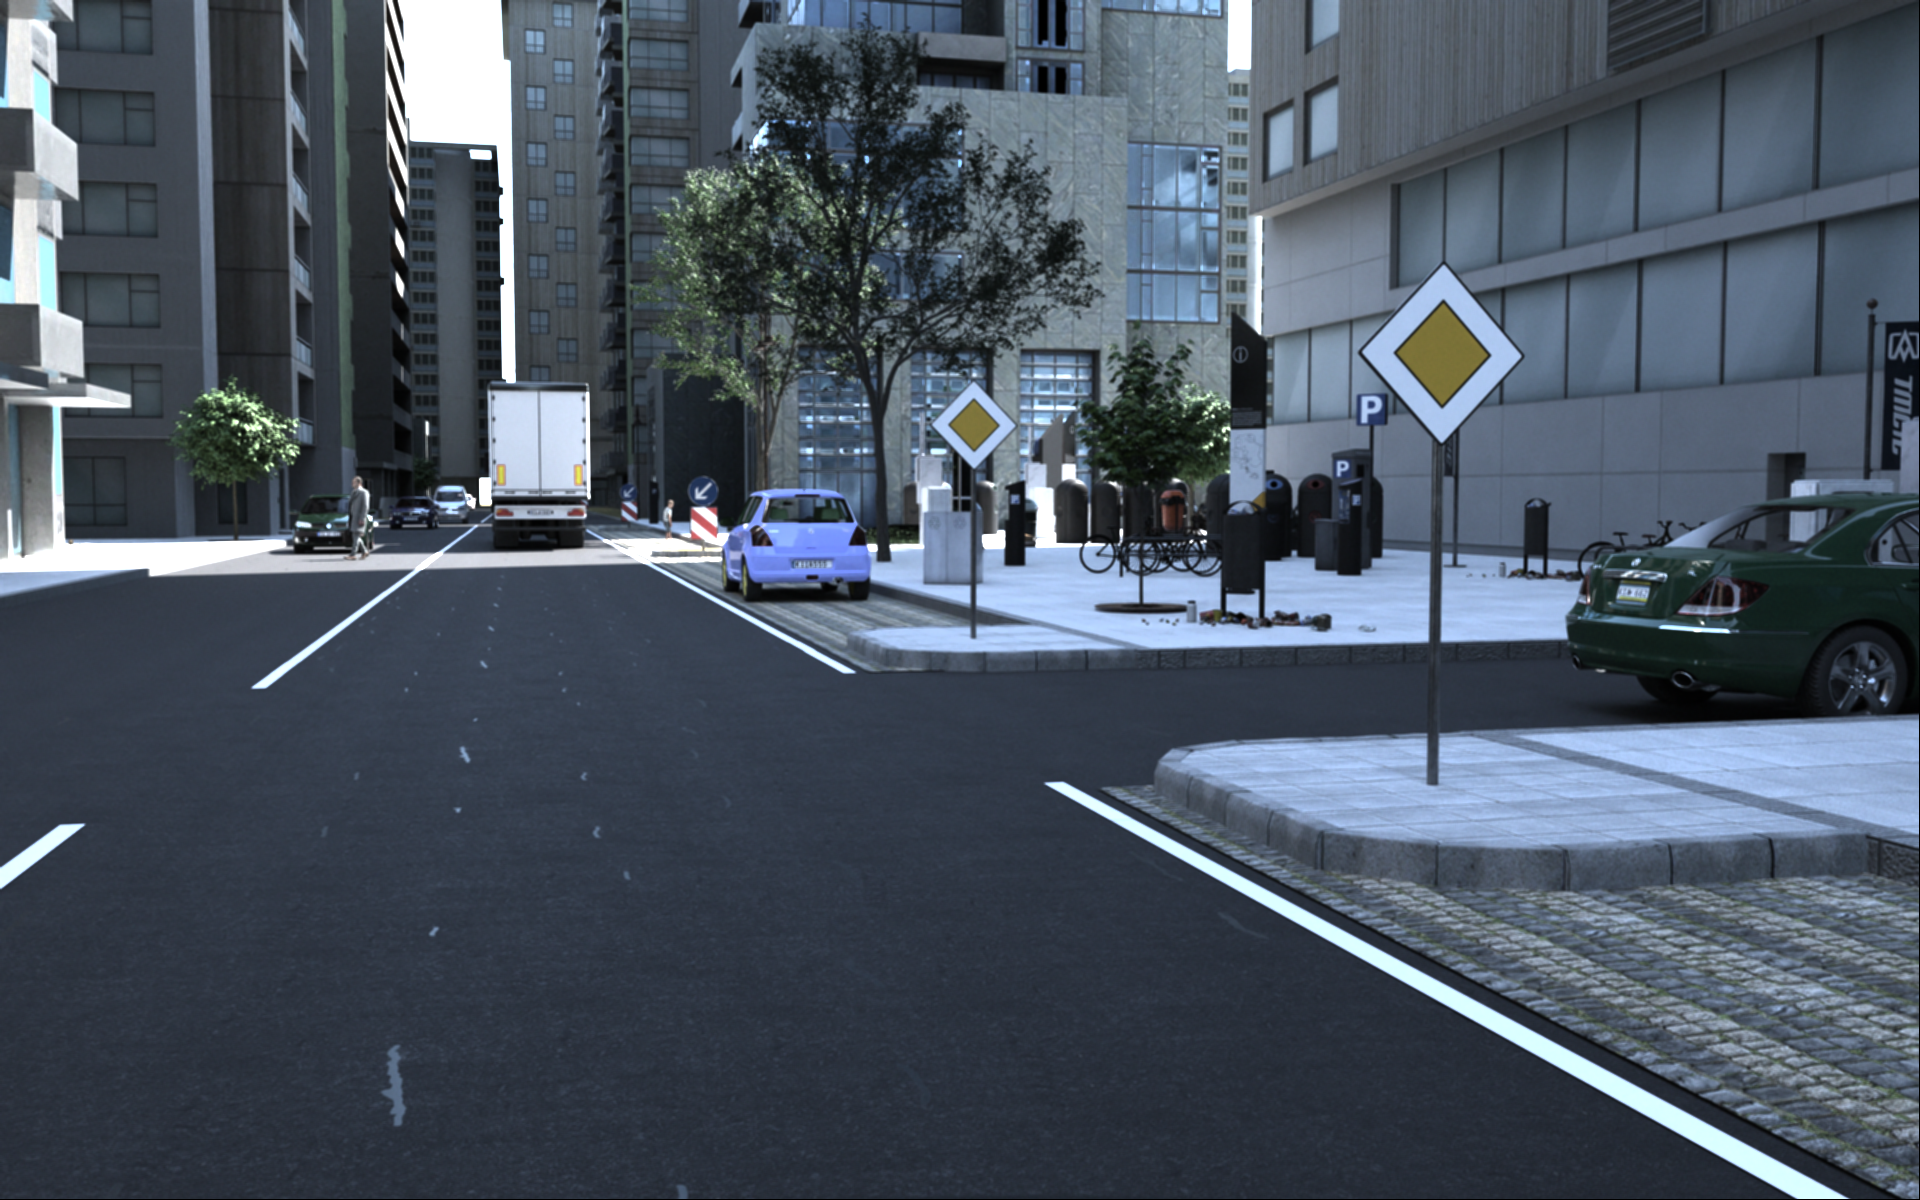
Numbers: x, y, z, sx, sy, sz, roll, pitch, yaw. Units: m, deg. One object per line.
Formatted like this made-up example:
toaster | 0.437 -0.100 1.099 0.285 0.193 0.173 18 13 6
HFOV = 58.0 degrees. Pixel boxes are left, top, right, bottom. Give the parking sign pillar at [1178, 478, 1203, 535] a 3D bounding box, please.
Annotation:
parking sign pillar | 6.776 -3.970 53.375 1.447 3.967 1.447 -1 4 -16

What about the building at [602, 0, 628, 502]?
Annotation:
building | -13.324 -28.526 121.028 22.147 44.769 28.867 -1 4 -14

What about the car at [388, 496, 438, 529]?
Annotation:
car | -22.610 -3.619 71.750 1.945 1.354 3.894 -1 4 -13

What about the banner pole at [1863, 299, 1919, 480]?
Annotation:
banner pole | 11.908 -1.970 22.228 0.863 3.779 0.401 1 4 20

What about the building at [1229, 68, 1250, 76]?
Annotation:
building | 30.697 -29.830 171.322 14.086 41.232 14.154 -1 4 -14

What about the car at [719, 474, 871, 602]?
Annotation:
car | -2.370 -0.903 24.352 1.945 1.707 3.694 -1 4 -14

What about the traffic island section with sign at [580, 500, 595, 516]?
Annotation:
traffic island section with sign | -24.954 -6.447 114.034 1.989 1.847 2.006 -1 4 -14

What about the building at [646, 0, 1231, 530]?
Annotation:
building | -1.499 -46.604 74.654 22.319 86.520 31.000 -1 4 -14

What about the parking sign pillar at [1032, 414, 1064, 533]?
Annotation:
parking sign pillar | 2.927 -4.232 57.661 1.447 3.967 1.447 3 4 36

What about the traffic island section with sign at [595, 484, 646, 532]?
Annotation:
traffic island section with sign | -12.858 -3.539 66.489 1.989 1.847 2.006 -1 4 -14

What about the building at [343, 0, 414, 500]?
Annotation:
building | -48.851 -30.122 116.202 21.300 48.544 21.600 -1 4 -14

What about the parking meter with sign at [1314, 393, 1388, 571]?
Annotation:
parking meter with sign | 6.648 -2.036 29.553 0.543 3.016 1.738 3 4 39

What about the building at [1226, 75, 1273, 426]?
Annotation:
building | 14.565 -28.481 157.545 23.993 40.220 32.217 -1 4 -14

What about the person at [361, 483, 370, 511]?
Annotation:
person | -19.810 -2.991 57.396 0.794 1.824 0.713 -1 4 -13

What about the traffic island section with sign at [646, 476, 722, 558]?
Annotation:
traffic island section with sign | -6.078 -1.907 39.808 1.989 1.847 2.006 -1 4 -14

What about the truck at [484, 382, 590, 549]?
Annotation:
truck | -11.989 -3.668 48.882 2.839 4.237 11.283 -1 4 -15

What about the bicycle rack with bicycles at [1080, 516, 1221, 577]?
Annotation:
bicycle rack with bicycles | 3.363 -0.875 27.695 2.925 0.926 2.852 1 4 10

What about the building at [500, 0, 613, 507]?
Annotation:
building | -34.314 -36.415 184.618 27.495 52.752 28.713 -1 4 -14

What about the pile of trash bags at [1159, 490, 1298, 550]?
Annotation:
pile of trash bags | 6.252 -1.847 39.943 3.447 1.369 1.912 -1 4 -12

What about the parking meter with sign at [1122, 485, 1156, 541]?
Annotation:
parking meter with sign | 5.163 -3.094 46.855 1.738 3.016 0.543 -1 4 -22

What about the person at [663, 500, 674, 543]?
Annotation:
person | -8.563 -2.308 50.913 0.352 1.250 0.332 1 4 11

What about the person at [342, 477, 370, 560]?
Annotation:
person | -13.181 -1.784 37.778 0.694 1.812 0.767 3 4 39

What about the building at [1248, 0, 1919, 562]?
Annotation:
building | 23.481 -27.269 35.083 27.495 52.752 28.713 -1 4 -14

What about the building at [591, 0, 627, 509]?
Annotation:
building | -19.712 -32.429 149.824 23.786 49.044 30.456 -1 4 -14

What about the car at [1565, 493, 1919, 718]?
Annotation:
car | 6.506 0.017 11.528 4.920 1.459 2.131 -1 4 -14

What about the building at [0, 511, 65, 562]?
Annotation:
building | -26.188 -24.649 22.613 23.786 49.044 30.456 -1 4 -14

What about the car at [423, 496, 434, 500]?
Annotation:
car | -29.931 -5.245 98.333 1.945 1.354 3.894 -1 4 -13

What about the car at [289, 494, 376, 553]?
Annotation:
car | -15.598 -2.042 43.176 2.009 1.686 4.222 -1 4 -16

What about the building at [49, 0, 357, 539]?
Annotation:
building | -27.171 -22.641 53.775 14.154 41.232 14.086 -1 4 -14

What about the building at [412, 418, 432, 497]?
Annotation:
building | -61.081 -50.785 143.003 31.000 86.520 22.319 -1 4 -14

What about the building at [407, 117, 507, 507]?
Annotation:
building | -59.692 -29.876 180.349 23.993 40.220 32.217 -1 4 -14

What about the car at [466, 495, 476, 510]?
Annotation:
car | -44.918 -8.834 156.803 2.083 1.381 4.827 -1 4 -16

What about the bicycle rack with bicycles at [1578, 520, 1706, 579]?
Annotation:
bicycle rack with bicycles | 9.511 -0.576 22.797 2.852 0.926 2.925 -3 5 -45

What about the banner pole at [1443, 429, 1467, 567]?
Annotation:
banner pole | 8.590 -2.459 30.225 0.401 3.779 0.863 2 4 35

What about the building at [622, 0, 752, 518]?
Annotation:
building | -12.230 -25.425 99.297 14.154 41.232 14.086 -1 4 -14

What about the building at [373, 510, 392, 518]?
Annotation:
building | -47.805 -24.530 92.951 32.217 40.220 23.993 -1 4 -14
